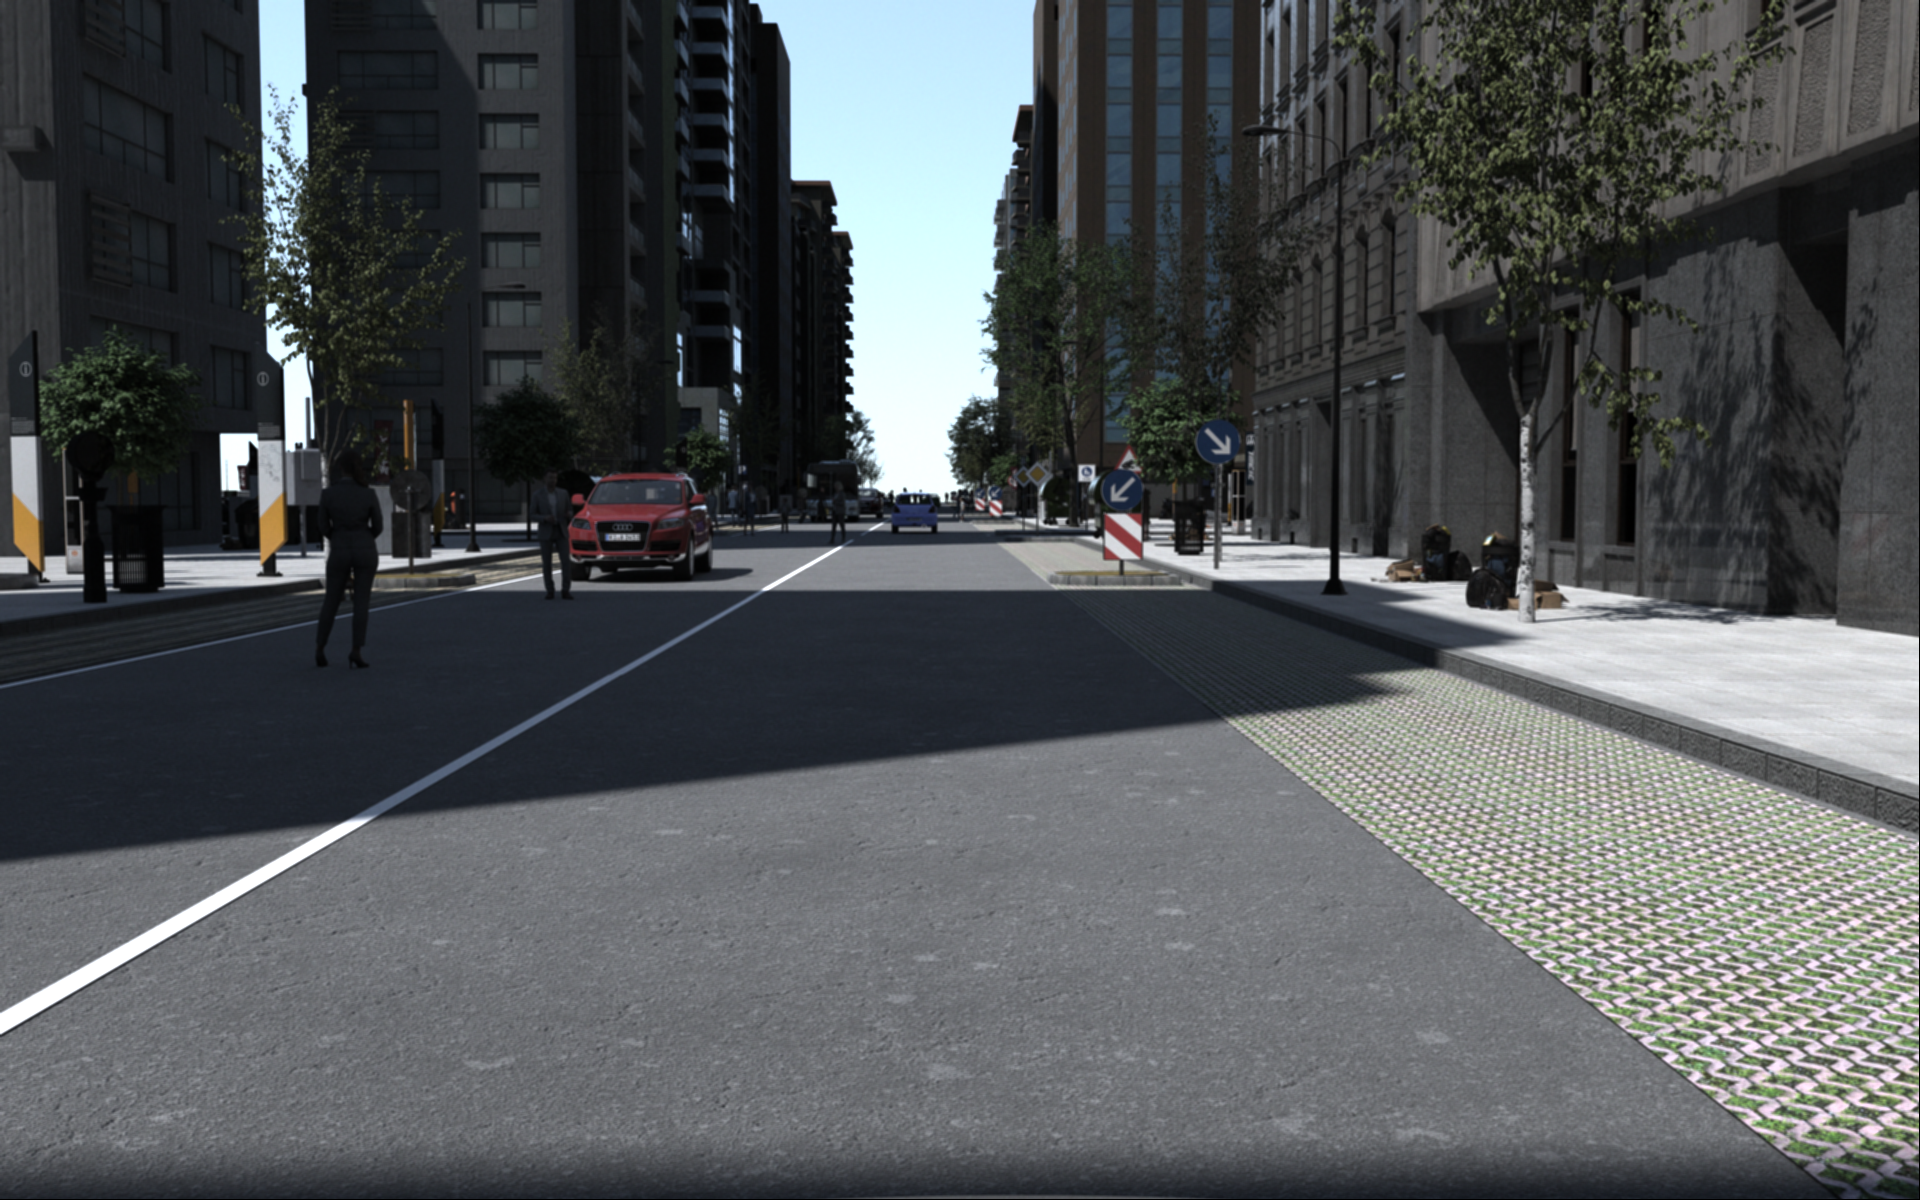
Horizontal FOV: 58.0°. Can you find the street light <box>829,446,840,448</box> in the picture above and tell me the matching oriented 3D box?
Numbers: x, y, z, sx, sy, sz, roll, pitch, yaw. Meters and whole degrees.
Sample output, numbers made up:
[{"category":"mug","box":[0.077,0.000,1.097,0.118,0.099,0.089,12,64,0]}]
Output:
[{"category":"street light","box":[-12.270,-11.901,167.114,1.470,5.913,1.316,0,4,-1]}]

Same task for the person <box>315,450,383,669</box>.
[{"category":"person","box":[-5.058,-0.339,14.320,0.520,1.790,0.573,-2,4,-29]}]

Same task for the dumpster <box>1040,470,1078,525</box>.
[{"category":"dumpster","box":[4.106,-4.234,71.715,1.502,2.255,1.985,0,4,-1]}]

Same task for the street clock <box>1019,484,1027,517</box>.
[{"category":"street clock","box":[3.548,-5.713,97.976,0.358,2.002,0.471,3,5,42]}]

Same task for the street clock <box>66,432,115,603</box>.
[{"category":"street clock","box":[-10.226,-0.969,20.421,0.358,2.002,0.471,3,4,38]}]

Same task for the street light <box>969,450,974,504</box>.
[{"category":"street light","box":[1.820,-12.775,181.409,1.470,5.913,1.316,0,4,-1]}]

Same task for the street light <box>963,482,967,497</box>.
[{"category":"street light","box":[1.382,-14.627,211.687,1.470,5.913,1.316,0,4,-1]}]

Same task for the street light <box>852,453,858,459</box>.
[{"category":"street light","box":[-12.718,-13.791,198.016,1.470,5.913,1.316,0,4,-1]}]

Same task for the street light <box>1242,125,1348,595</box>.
[{"category":"street light","box":[4.252,-3.025,21.993,1.470,5.913,1.316,0,4,-1]}]

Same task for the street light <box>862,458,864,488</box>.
[{"category":"street light","box":[-12.985,-15.175,220.652,1.470,5.913,1.316,0,4,-1]}]

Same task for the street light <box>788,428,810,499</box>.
[{"category":"street light","box":[-11.538,-9.140,121.984,1.470,5.913,1.316,0,4,-1]}]

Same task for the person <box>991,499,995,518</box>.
[{"category":"person","box":[1.987,-5.595,104.643,0.373,1.253,0.362,-2,4,-35]}]

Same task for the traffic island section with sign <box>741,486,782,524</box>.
[{"category":"traffic island section with sign","box":[-9.551,-4.562,83.219,1.989,1.847,2.006,0,4,-1]}]

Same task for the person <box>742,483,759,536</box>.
[{"category":"person","box":[-7.231,-3.125,59.620,0.581,1.822,0.654,-1,4,-23]}]

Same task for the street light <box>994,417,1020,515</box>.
[{"category":"street light","box":[2.975,-8.095,104.901,1.470,5.913,1.316,0,4,-1]}]

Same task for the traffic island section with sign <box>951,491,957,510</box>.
[{"category":"traffic island section with sign","box":[0.391,-9.266,160.127,1.989,1.847,2.006,0,4,-1]}]

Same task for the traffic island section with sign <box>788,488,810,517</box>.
[{"category":"traffic island section with sign","box":[-9.973,-6.211,110.171,1.989,1.847,2.006,0,4,-1]}]

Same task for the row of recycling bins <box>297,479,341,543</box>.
[{"category":"row of recycling bins","box":[-16.936,-2.423,46.727,1.069,1.692,3.534,1,4,13]}]

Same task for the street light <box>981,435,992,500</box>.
[{"category":"street light","box":[2.496,-9.969,135.531,1.470,5.913,1.316,0,4,-1]}]

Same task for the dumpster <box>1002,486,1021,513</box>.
[{"category":"dumpster","box":[3.473,-6.813,117.158,1.264,1.857,1.865,0,4,-1]}]

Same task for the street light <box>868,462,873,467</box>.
[{"category":"street light","box":[-13.463,-17.076,251.738,1.470,5.913,1.316,0,4,-1]}]

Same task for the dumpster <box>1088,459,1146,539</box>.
[{"category":"dumpster","box":[4.453,-2.847,49.043,1.502,2.255,1.985,0,4,-1]}]

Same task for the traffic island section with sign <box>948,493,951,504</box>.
[{"category":"traffic island section with sign","box":[-0.021,-10.939,187.477,1.989,1.847,2.006,0,4,-1]}]

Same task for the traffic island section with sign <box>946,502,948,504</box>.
[{"category":"traffic island section with sign","box":[-0.856,-14.304,242.494,1.989,1.847,2.006,0,4,-1]}]

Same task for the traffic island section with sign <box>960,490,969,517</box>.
[{"category":"traffic island section with sign","box":[1.146,-6.220,110.330,1.989,1.847,2.006,0,4,-1]}]

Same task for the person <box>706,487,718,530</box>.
[{"category":"person","box":[-9.307,-3.399,65.071,0.512,1.701,0.522,0,4,-1]}]

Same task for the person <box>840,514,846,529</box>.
[{"category":"person","box":[-4.800,-3.564,71.016,0.306,1.304,0.590,1,4,16]}]

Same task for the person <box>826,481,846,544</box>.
[{"category":"person","box":[-3.518,-2.514,49.780,0.526,1.800,0.537,-3,4,-36]}]

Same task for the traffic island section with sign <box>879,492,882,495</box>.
[{"category":"traffic island section with sign","box":[-12.398,-15.977,269.854,1.989,1.847,2.006,0,4,-1]}]

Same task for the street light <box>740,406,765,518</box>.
[{"category":"street light","box":[-11.023,-7.288,91.706,1.470,5.913,1.316,0,4,-1]}]

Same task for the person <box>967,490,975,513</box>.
[{"category":"person","box":[0.764,-7.230,127.296,0.593,1.750,0.643,-1,4,-22]}]

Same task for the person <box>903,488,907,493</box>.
[{"category":"person","box":[-3.043,-5.451,97.811,0.721,1.800,0.419,-1,4,-13]}]

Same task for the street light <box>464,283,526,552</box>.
[{"category":"street light","box":[-10.241,-4.015,38.181,1.470,5.913,1.316,0,4,-1]}]

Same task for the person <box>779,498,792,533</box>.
[{"category":"person","box":[-6.434,-3.123,63.836,0.475,1.303,0.640,0,4,3]}]

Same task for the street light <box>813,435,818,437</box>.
[{"category":"street light","box":[-11.849,-10.034,136.599,1.470,5.913,1.316,0,4,-1]}]

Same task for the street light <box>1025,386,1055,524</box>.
[{"category":"street light","box":[3.471,-6.176,73.511,1.470,5.913,1.316,0,4,-1]}]

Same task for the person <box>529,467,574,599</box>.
[{"category":"person","box":[-5.525,-0.910,23.573,0.606,1.804,0.583,-2,4,-30]}]

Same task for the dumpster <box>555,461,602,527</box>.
[{"category":"dumpster","box":[-11.141,-2.937,50.509,1.502,2.255,1.985,0,4,-1]}]

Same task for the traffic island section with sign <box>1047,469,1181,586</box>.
[{"category":"traffic island section with sign","box":[2.418,-1.172,27.794,1.989,1.847,2.006,0,4,-1]}]

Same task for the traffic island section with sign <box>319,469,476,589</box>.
[{"category":"traffic island section with sign","box":[-8.693,-1.126,27.044,1.989,1.847,2.006,0,4,-1]}]

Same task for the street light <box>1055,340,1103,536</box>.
[{"category":"street light","box":[3.735,-4.884,52.395,1.470,5.913,1.316,0,4,-1]}]

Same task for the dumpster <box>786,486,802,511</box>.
[{"category":"dumpster","box":[-12.344,-7.533,128.914,1.264,1.857,1.865,0,4,-1]}]

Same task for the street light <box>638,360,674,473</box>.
[{"category":"street light","box":[-10.605,-5.361,60.189,1.470,5.913,1.316,0,4,-1]}]

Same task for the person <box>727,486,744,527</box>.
[{"category":"person","box":[-9.735,-4.055,74.982,0.721,1.800,0.419,1,4,17]}]

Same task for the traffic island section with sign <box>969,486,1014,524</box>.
[{"category":"traffic island section with sign","box":[1.571,-4.543,82.904,1.989,1.847,2.006,0,4,-1]}]

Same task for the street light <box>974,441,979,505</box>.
[{"category":"street light","box":[2.206,-10.923,151.129,1.470,5.913,1.316,0,4,-1]}]
